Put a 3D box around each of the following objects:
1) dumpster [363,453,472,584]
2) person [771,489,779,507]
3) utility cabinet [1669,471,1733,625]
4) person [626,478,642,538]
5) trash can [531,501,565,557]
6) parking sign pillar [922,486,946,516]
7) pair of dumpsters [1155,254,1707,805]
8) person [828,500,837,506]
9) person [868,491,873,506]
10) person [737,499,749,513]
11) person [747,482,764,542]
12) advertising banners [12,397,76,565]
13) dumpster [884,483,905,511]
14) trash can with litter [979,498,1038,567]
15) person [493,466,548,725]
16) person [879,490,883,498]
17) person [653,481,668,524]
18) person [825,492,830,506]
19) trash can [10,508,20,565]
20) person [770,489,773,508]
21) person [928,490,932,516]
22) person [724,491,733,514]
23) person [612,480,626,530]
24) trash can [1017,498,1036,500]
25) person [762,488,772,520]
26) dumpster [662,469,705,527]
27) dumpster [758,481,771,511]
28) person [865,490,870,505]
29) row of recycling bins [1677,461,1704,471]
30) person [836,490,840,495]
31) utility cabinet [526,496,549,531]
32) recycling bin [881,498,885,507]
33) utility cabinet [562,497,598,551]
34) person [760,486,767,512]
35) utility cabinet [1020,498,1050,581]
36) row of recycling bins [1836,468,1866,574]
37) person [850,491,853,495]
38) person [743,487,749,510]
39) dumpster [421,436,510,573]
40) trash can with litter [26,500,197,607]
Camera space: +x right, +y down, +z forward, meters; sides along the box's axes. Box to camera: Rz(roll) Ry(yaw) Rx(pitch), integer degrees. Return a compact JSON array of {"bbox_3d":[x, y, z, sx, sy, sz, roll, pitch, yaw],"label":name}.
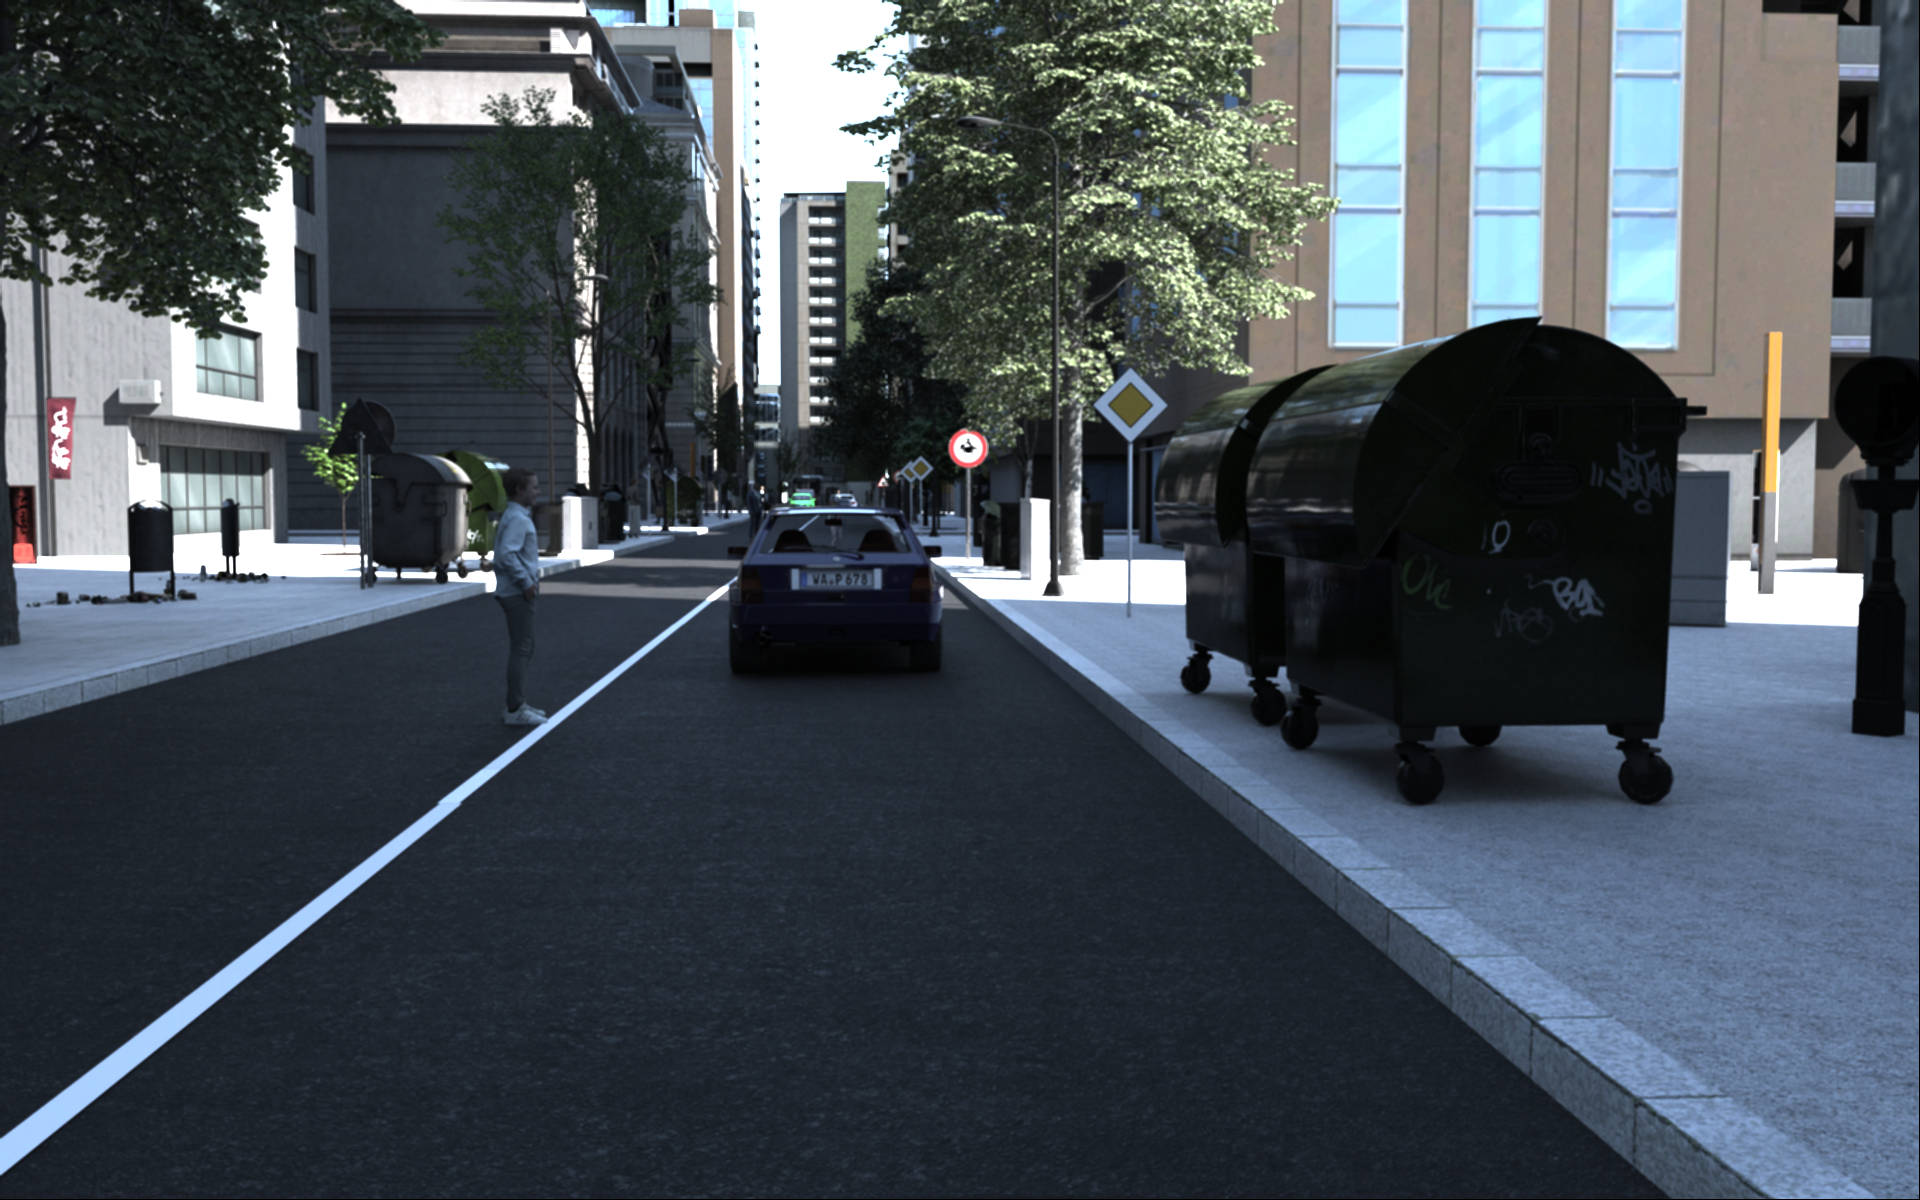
[{"bbox_3d":[-7.943,-1.195,25.291,1.264,1.857,1.865,0,4,-4],"label":"dumpster"},{"bbox_3d":[-19.157,-10.451,177.003,1.350,1.814,0.705,0,4,-4],"label":"person"},{"bbox_3d":[6.923,-0.510,17.018,1.173,1.500,0.318,2,4,30],"label":"utility cabinet"},{"bbox_3d":[-9.472,-2.689,50.563,0.519,1.759,0.362,3,5,40],"label":"person"},{"bbox_3d":[-8.438,-1.451,35.372,0.748,1.137,0.748,0,3,0],"label":"trash can"},{"bbox_3d":[-1.530,-6.873,100.847,1.447,3.967,1.447,1,4,22],"label":"parking sign pillar"},{"bbox_3d":[2.181,-0.405,9.115,1.574,2.255,4.437,0,4,-4],"label":"pair of dumpsters"},{"bbox_3d":[-2.830,-1.657,39.874,0.394,1.301,0.425,2,4,34],"label":"person"},{"bbox_3d":[-9.641,-10.946,186.486,0.593,1.643,0.415,1,4,8],"label":"person"},{"bbox_3d":[-14.550,-6.886,118.853,1.509,1.804,0.699,-1,4,-19],"label":"person"},{"bbox_3d":[-6.205,-2.673,52.391,0.419,1.800,0.721,2,4,35],"label":"person"},{"bbox_3d":[-17.030,-2.151,31.356,2.074,3.025,0.090,0,4,-4],"label":"advertising banners"},{"bbox_3d":[-3.463,-5.345,93.145,1.264,1.857,1.865,0,4,-4],"label":"dumpster"},{"bbox_3d":[0.828,-1.182,30.711,1.055,1.170,0.624,3,5,44],"label":"trash can with litter"},{"bbox_3d":[-2.743,-0.030,10.804,0.330,1.601,0.589,0,4,-7],"label":"person"},{"bbox_3d":[-8.468,-10.941,185.709,0.721,1.735,1.217,-2,4,-30],"label":"person"},{"bbox_3d":[-12.378,-4.024,71.820,0.713,1.824,0.794,-1,4,-12],"label":"person"},{"bbox_3d":[-15.270,-11.547,198.008,1.217,1.735,0.721,-3,5,-44],"label":"person"},{"bbox_3d":[-9.883,-0.355,17.455,0.748,1.137,0.748,0,3,0],"label":"trash can"},{"bbox_3d":[-17.589,-9.484,161.902,0.721,1.735,1.217,0,4,5],"label":"person"},{"bbox_3d":[-1.656,-5.561,99.561,0.503,1.515,0.523,-2,4,-28],"label":"person"},{"bbox_3d":[-15.217,-6.613,114.006,0.795,1.843,0.661,2,4,28],"label":"person"},{"bbox_3d":[-12.409,-3.444,62.535,0.419,1.800,0.721,-3,5,-43],"label":"person"},{"bbox_3d":[2.356,-2.980,60.377,0.748,1.137,0.748,0,3,0],"label":"trash can"},{"bbox_3d":[-10.623,-5.283,95.273,0.661,1.777,0.834,-1,4,-21],"label":"person"},{"bbox_3d":[-10.740,-3.962,67.272,1.502,2.255,1.985,0,4,-4],"label":"dumpster"},{"bbox_3d":[-14.980,-7.811,130.200,1.502,2.255,1.985,0,4,-4],"label":"dumpster"},{"bbox_3d":[-11.228,-12.472,210.680,0.721,1.735,1.217,-2,4,-34],"label":"person"},{"bbox_3d":[8.853,-0.971,22.994,1.069,1.692,3.534,0,4,-5],"label":"row of recycling bins"},{"bbox_3d":[-8.796,-7.084,125.077,0.760,1.731,0.466,3,4,37],"label":"person"},{"bbox_3d":[-14.857,-3.053,61.083,1.020,1.237,0.306,0,4,2],"label":"utility cabinet"},{"bbox_3d":[-4.898,-6.462,118.199,0.722,1.027,0.722,3,5,43],"label":"recycling bin"},{"bbox_3d":[-8.670,-1.739,39.598,0.306,1.237,1.020,1,4,22],"label":"utility cabinet"},{"bbox_3d":[-14.463,-7.358,126.222,0.818,1.842,0.514,-1,4,-22],"label":"person"},{"bbox_3d":[1.124,-0.906,25.981,0.306,1.237,1.020,0,4,-7],"label":"utility cabinet"},{"bbox_3d":[15.721,-1.325,28.776,3.534,1.692,1.069,-3,4,-39],"label":"row of recycling bins"},{"bbox_3d":[-12.309,-11.432,195.373,0.705,1.831,1.348,-1,4,-13],"label":"person"},{"bbox_3d":[-16.652,-7.967,135.934,0.705,1.869,1.348,1,4,17],"label":"person"},{"bbox_3d":[-8.235,-1.607,28.761,1.502,2.255,1.985,0,4,-4],"label":"dumpster"},{"bbox_3d":[-10.088,-0.588,20.670,1.678,1.210,2.233,3,4,39],"label":"trash can with litter"}]
